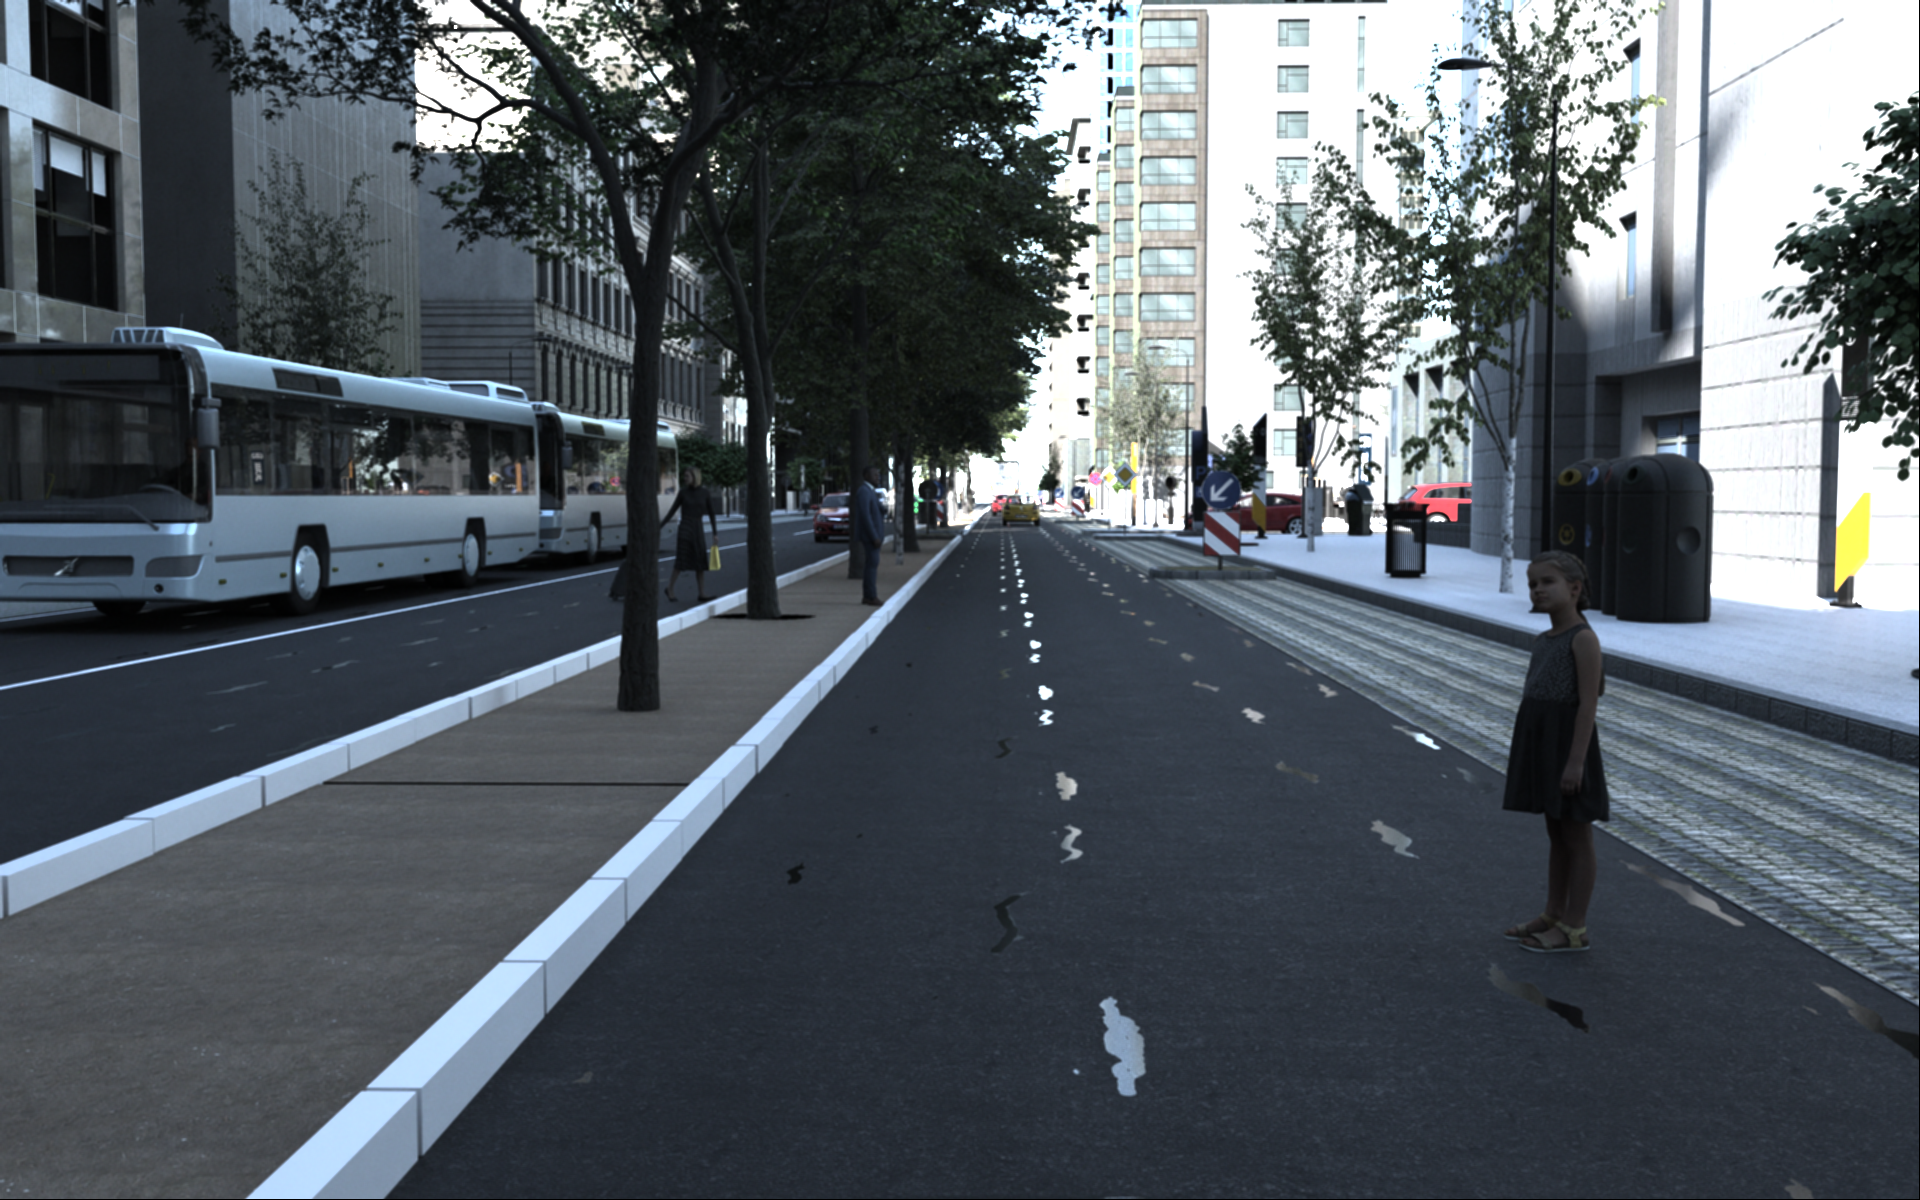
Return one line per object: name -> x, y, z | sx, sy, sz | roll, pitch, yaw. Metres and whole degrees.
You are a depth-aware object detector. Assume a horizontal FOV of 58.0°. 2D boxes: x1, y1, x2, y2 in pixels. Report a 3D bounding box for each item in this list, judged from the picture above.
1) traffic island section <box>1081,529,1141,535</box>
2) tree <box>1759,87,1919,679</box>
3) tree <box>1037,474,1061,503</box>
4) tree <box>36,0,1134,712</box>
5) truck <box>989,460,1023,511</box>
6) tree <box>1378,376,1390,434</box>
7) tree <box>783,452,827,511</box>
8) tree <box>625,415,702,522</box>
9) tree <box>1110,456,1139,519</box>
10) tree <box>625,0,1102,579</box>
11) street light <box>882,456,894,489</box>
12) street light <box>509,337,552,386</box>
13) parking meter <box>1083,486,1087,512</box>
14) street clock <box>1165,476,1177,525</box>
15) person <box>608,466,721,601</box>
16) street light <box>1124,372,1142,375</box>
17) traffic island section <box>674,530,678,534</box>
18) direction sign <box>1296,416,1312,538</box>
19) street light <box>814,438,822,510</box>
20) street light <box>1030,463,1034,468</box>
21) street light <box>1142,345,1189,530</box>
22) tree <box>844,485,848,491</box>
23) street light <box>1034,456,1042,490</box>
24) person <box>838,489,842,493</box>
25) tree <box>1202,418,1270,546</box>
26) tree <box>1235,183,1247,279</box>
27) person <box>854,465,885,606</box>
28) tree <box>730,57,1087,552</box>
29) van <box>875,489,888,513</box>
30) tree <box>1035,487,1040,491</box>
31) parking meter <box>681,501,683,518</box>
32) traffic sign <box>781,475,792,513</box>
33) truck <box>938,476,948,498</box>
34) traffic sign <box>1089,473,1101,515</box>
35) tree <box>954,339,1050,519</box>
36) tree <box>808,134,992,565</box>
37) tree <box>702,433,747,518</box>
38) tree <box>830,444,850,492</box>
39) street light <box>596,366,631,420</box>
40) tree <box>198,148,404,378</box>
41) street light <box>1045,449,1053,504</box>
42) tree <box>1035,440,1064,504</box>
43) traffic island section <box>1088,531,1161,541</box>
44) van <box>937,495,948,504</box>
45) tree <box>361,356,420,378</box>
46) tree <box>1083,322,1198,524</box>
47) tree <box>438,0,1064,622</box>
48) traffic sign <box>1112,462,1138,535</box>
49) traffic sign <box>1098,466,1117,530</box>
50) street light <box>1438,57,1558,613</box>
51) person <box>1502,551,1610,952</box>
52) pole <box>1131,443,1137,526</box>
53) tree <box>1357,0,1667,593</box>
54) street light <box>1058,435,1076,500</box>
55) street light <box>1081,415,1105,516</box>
traffic island section -> 5.387, -2.451, 62.355 | 2.009, 0.180, 2.903 | 0, 4, 1
tree -> 7.343, -1.721, 11.846 | 4.285, 4.588, 4.351 | 0, 3, 0
tree -> 12.231, -15.540, 237.784 | 4.285, 4.588, 4.351 | 0, 3, 0
tree -> -2.156, -4.521, 10.789 | 8.767, 10.594, 7.601 | 0, 4, 1
truck -> 3.897, -9.795, 149.054 | 2.839, 4.237, 11.283 | 0, 4, 3
tree -> 24.554, -8.739, 93.239 | 4.360, 8.622, 3.978 | 0, 3, 0
tree -> -11.796, -9.078, 132.141 | 4.285, 4.588, 4.351 | 0, 3, 0
tree -> -13.314, -5.288, 70.174 | 4.285, 4.588, 4.351 | 0, 3, 0
tree -> 8.319, -5.762, 88.817 | 1.663, 3.219, 1.824 | 0, 3, 0
tree -> -1.583, -6.592, 28.358 | 7.486, 12.596, 7.792 | 0, 3, 0
street light -> -8.943, -14.622, 211.618 | 1.470, 5.913, 1.316 | 0, 4, 1
street light -> -12.797, -4.830, 51.505 | 1.470, 5.913, 1.316 | 0, 4, 1
parking meter -> 9.106, -7.317, 125.343 | 0.399, 1.863, 0.255 | -2, 4, -25
street clock -> 8.674, -4.076, 71.214 | 0.358, 2.002, 0.471 | -3, 4, -37
person -> -3.926, -0.892, 23.303 | 1.509, 1.804, 0.699 | 2, 4, 26
street light -> 6.954, -5.721, 66.071 | 1.470, 5.913, 1.316 | 0, 4, 1
traffic island section -> -11.150, -2.476, 62.758 | 2.009, 0.180, 2.903 | 0, 4, 1
direction sign -> 10.041, -3.583, 50.573 | 0.379, 3.537, 0.876 | 3, 5, 41
street light -> -10.737, -10.209, 139.458 | 1.470, 5.913, 1.316 | 0, 4, 1
street light -> 11.729, -17.634, 260.848 | 1.470, 5.913, 1.316 | 0, 4, 1
street light -> 6.566, -4.995, 54.212 | 1.470, 5.913, 1.316 | 0, 4, 1
tree -> -11.251, -11.911, 189.339 | 1.663, 3.219, 1.824 | 0, 3, 0
street light -> 10.715, -15.417, 224.611 | 1.470, 5.913, 1.316 | 0, 4, 1
person -> -7.425, -5.914, 105.557 | 0.716, 1.782, 0.532 | -1, 4, -22
tree -> 7.071, -2.980, 43.321 | 1.663, 3.219, 1.824 | 0, 3, 0
tree -> 7.940, -5.373, 38.211 | 4.737, 8.622, 4.395 | 0, 3, 0
person -> -1.152, -0.832, 22.292 | 0.419, 1.800, 0.721 | 0, 4, -5
tree -> -1.322, -8.137, 42.145 | 9.857, 13.997, 8.962 | 0, 3, 0
van -> -6.417, -7.587, 131.057 | 2.013, 2.044, 4.112 | 0, 4, 3
tree -> 13.304, -18.034, 289.460 | 1.663, 3.219, 1.824 | 0, 3, 0
parking meter -> -13.320, -4.611, 83.806 | 0.372, 1.533, 0.369 | 0, 3, 0
traffic sign -> -11.806, -7.188, 117.629 | 0.768, 2.556, 0.104 | 0, 4, 8
truck -> -2.773, -17.616, 276.939 | 2.839, 4.237, 11.283 | 0, 3, 0
traffic sign -> 8.102, -6.331, 103.623 | 0.768, 2.556, 0.104 | 0, 4, 5
tree -> 0.461, -12.045, 109.770 | 12.009, 13.543, 11.850 | 0, 3, 0
tree -> -1.246, -5.013, 34.787 | 4.737, 8.622, 4.395 | 0, 3, 0
tree -> -12.751, -5.960, 81.164 | 4.285, 4.588, 4.351 | 0, 3, 0
tree -> -10.527, -13.301, 167.840 | 4.360, 8.622, 3.978 | 0, 3, 0
street light -> -12.624, -5.530, 62.957 | 1.470, 5.913, 1.316 | 0, 4, 1
tree -> -13.782, -5.297, 36.971 | 4.360, 8.622, 3.978 | 0, 3, 0
street light -> 9.600, -12.535, 177.491 | 1.470, 5.913, 1.316 | 0, 4, 1
tree -> 12.138, -17.176, 231.183 | 4.737, 8.622, 4.395 | 0, 3, 0
traffic island section -> 5.194, -1.963, 54.373 | 2.009, 0.180, 2.903 | 0, 4, 1
van -> -2.719, -15.376, 258.412 | 2.013, 2.044, 4.112 | 0, 4, 2
tree -> -13.819, -3.531, 41.444 | 4.285, 4.588, 4.351 | 0, 3, 0
tree -> 7.620, -7.581, 74.317 | 4.360, 8.622, 3.978 | 0, 3, 0
tree -> -2.364, -5.590, 19.613 | 9.928, 11.665, 9.643 | 0, 3, 0
traffic sign -> 5.170, -3.098, 54.296 | 0.795, 2.450, 0.064 | 0, 4, 1
traffic sign -> 5.363, -3.586, 62.279 | 0.795, 2.450, 0.064 | 0, 4, 1
street light -> 5.792, -2.817, 18.593 | 1.470, 5.913, 1.316 | 0, 4, 1
person -> 1.874, 0.471, 5.464 | 0.373, 1.253, 0.362 | 0, 4, -7
pole -> 6.979, -4.624, 69.449 | 0.158, 3.312, 0.155 | 0, 3, 0
tree -> 6.985, -4.414, 22.532 | 4.737, 8.622, 4.395 | 0, 3, 0
street light -> 8.723, -10.341, 141.621 | 1.470, 5.913, 1.316 | 0, 4, 1
street light -> 7.822, -7.905, 101.791 | 1.470, 5.913, 1.316 | 0, 4, 1
